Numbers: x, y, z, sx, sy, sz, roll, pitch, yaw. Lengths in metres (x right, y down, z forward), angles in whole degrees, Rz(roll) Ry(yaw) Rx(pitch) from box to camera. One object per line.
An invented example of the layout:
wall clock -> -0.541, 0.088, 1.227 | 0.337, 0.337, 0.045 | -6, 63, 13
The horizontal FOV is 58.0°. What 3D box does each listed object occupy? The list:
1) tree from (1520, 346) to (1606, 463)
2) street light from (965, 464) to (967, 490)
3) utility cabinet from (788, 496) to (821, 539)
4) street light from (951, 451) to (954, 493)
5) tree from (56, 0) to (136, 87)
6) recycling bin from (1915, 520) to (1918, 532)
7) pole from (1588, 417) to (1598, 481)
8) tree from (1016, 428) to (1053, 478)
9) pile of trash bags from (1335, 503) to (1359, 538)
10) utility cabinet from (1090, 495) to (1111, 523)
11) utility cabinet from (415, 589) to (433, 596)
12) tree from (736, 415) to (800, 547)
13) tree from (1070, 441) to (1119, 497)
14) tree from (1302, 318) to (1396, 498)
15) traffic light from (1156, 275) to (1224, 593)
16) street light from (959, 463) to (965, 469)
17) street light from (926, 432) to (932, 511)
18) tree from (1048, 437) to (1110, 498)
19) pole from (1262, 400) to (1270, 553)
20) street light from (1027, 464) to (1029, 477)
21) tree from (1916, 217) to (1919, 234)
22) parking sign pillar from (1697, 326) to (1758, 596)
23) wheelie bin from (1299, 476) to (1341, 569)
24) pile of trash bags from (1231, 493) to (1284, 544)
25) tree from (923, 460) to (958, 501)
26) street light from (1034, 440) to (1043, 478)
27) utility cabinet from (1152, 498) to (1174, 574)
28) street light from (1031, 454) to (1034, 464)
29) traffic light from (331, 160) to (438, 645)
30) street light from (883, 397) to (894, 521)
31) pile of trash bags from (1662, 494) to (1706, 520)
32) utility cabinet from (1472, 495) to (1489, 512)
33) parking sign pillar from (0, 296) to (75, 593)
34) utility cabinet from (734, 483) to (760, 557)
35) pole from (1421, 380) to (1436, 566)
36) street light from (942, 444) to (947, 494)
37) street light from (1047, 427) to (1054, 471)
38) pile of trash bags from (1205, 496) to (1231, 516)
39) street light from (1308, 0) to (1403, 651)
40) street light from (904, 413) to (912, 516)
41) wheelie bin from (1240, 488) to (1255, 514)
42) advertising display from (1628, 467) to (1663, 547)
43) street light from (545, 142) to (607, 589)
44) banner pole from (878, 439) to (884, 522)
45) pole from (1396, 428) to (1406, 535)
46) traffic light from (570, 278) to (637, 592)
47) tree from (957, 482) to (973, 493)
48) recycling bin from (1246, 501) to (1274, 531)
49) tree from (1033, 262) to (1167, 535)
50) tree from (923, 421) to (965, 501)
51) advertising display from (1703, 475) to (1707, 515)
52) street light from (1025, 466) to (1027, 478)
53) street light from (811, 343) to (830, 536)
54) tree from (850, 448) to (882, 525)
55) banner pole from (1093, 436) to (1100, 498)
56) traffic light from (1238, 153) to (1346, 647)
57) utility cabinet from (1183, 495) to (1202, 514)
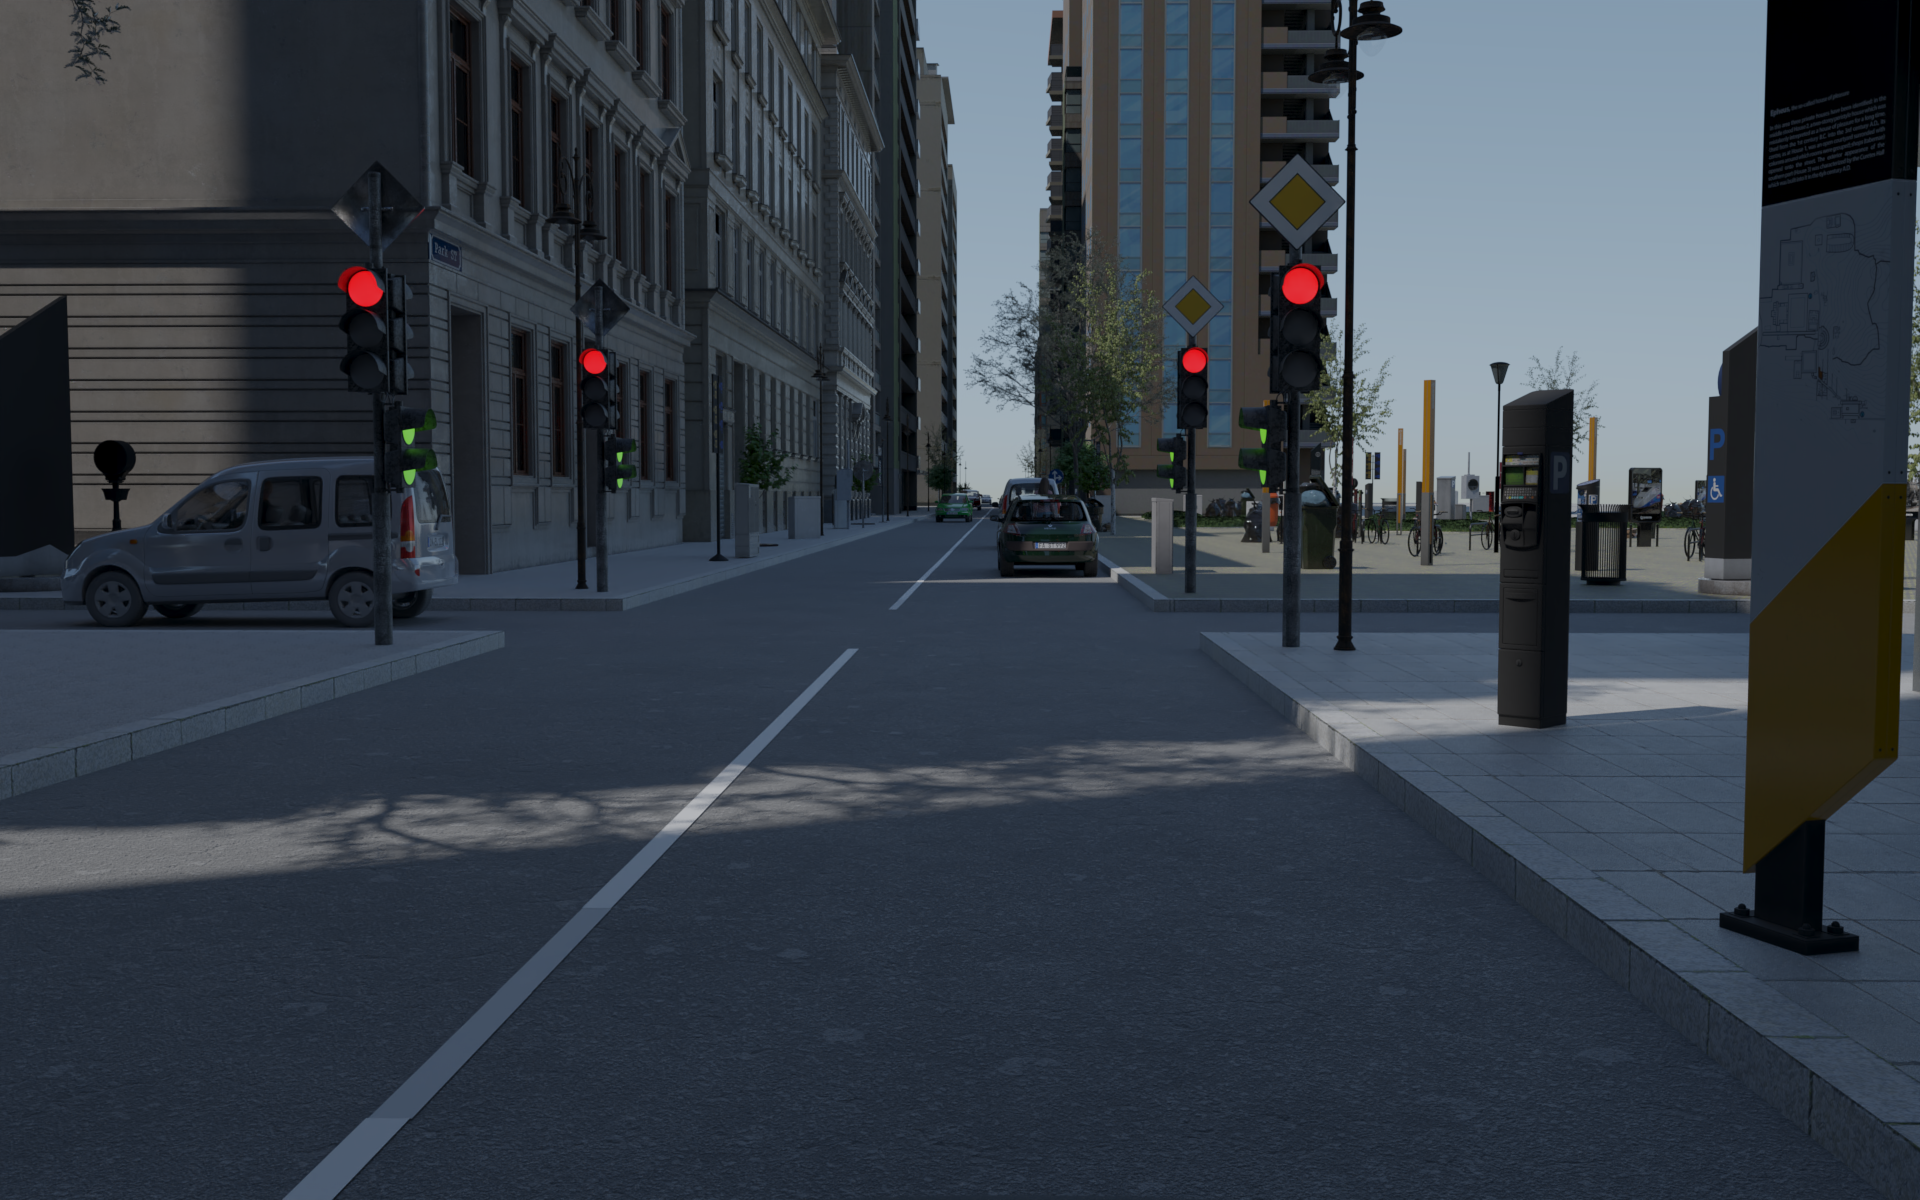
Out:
tree -> 30.008, -8.369, 87.189 | 4.360, 8.622, 3.978 | 0, 3, 0
street light -> 0.802, -16.438, 241.544 | 0.468, 5.910, 1.993 | 0, 4, 2
utility cabinet -> -4.475, -2.360, 49.749 | 0.306, 1.237, 1.020 | 3, 5, 43
street light -> -0.823, -12.840, 182.716 | 0.468, 5.910, 1.993 | 0, 4, 2
tree -> -6.154, -5.951, 7.670 | 12.009, 13.543, 11.850 | 0, 3, 0
recycling bin -> 32.690, -2.868, 59.448 | 0.722, 1.027, 0.722 | 3, 5, 42
pole -> 16.790, -3.190, 46.001 | 0.158, 3.312, 0.155 | 0, 3, 0
tree -> 8.272, -14.397, 185.760 | 4.360, 8.622, 3.978 | 0, 3, 0
pile of trash bags -> 10.620, -2.486, 50.398 | 1.912, 1.369, 3.447 | 1, 4, 12
utility cabinet -> 6.307, -4.038, 77.182 | 1.020, 1.237, 0.306 | -2, 4, -24
utility cabinet -> -7.210, -0.664, 22.023 | 1.020, 1.237, 0.306 | 1, 4, 21
tree -> -5.015, -2.924, 42.417 | 1.663, 3.219, 1.824 | 0, 3, 0
tree -> 4.569, -4.074, 61.214 | 1.663, 3.219, 1.824 | 0, 3, 0
tree -> 16.149, -7.527, 73.427 | 4.737, 8.622, 4.395 | 0, 3, 0
traffic light -> 2.981, -2.050, 22.433 | 0.839, 4.253, 0.868 | 0, 4, 2
street light -> 0.017, -14.639, 212.129 | 0.468, 5.910, 1.993 | 0, 4, 2
street light -> -2.341, -9.544, 128.825 | 0.468, 5.910, 1.993 | 0, 4, 2
tree -> 6.144, -6.534, 90.545 | 4.285, 4.588, 4.351 | 0, 3, 0
pole -> 6.675, -2.684, 37.718 | 0.158, 3.312, 0.155 | 0, 3, 0
street light -> 8.161, -13.696, 196.715 | 0.468, 5.910, 1.993 | 0, 4, 2
tree -> 23.568, -5.552, 41.146 | 4.737, 8.622, 4.395 | 0, 3, 0
parking sign pillar -> 10.321, -2.067, 22.271 | 1.447, 3.967, 1.447 | -1, 4, -10
wheelie bin -> 6.093, -1.332, 29.679 | 0.693, 1.594, 0.980 | 0, 4, -4
pile of trash bags -> 8.336, -2.205, 45.812 | 1.912, 1.369, 3.447 | 1, 4, 13
tree -> -1.880, -11.198, 166.807 | 4.285, 4.588, 4.351 | 0, 3, 0
street light -> 6.655, -10.465, 143.891 | 0.468, 5.910, 1.993 | 0, 4, 2
utility cabinet -> 3.321, -1.052, 28.368 | 0.306, 1.237, 1.020 | 0, 4, 3
street light -> 7.564, -12.264, 173.303 | 0.468, 5.910, 1.993 | 0, 4, 2
traffic light -> -4.893, -1.573, 14.641 | 0.839, 4.253, 0.868 | 0, 4, 2
street light -> -3.446, -6.714, 82.565 | 0.468, 5.910, 1.993 | 0, 4, 2
pile of trash bags -> 31.698, -4.066, 76.227 | 3.447, 1.369, 1.912 | -2, 4, -26
utility cabinet -> 27.244, -4.876, 90.885 | 1.020, 1.237, 0.306 | -1, 4, -19
parking sign pillar -> -12.593, -2.121, 23.147 | 1.447, 3.967, 1.447 | 2, 4, 27
utility cabinet -> -4.296, -1.614, 35.060 | 0.318, 1.500, 1.173 | 0, 4, 3
pole -> 8.381, -2.272, 30.998 | 0.158, 3.312, 0.155 | 0, 3, 0
street light -> -1.425, -11.363, 158.568 | 0.468, 5.910, 1.993 | 0, 4, 2
street light -> 5.949, -8.630, 113.883 | 0.468, 5.910, 1.993 | 0, 4, 2
pile of trash bags -> 14.367, -4.973, 91.065 | 1.912, 1.369, 3.447 | 3, 5, 39
street light -> 3.166, -2.525, 14.076 | 0.468, 5.910, 1.993 | 0, 4, 2
street light -> -3.003, -7.744, 99.407 | 0.468, 5.910, 1.993 | 0, 4, 2
wheelie bin -> 14.267, -4.774, 85.967 | 0.693, 1.594, 0.980 | 0, 4, 0
advertising display -> 16.606, -2.250, 41.996 | 0.974, 1.923, 0.123 | -1, 4, -23
street light -> -5.118, -3.087, 23.265 | 0.468, 5.910, 1.993 | 0, 4, 2
banner pole -> -3.551, -5.381, 77.998 | 0.401, 3.779, 0.863 | 1, 4, 17
pole -> 13.644, -3.661, 53.704 | 0.158, 3.312, 0.155 | 0, 3, 0
traffic light -> -4.678, -2.061, 22.623 | 0.839, 4.253, 0.868 | 0, 4, 2
tree -> 0.757, -15.425, 246.793 | 1.663, 3.219, 1.824 | 0, 3, 0
recycling bin -> 10.393, -2.897, 59.917 | 0.722, 1.027, 0.722 | -2, 4, -26
tree -> 4.630, -6.352, 54.215 | 4.737, 8.622, 4.395 | 0, 3, 0
tree -> -1.928, -13.562, 172.102 | 4.360, 8.622, 3.978 | 0, 3, 0
advertising display -> 23.651, -2.990, 54.105 | 0.123, 1.923, 0.974 | -1, 4, -13
street light -> 8.910, -15.495, 226.131 | 0.468, 5.910, 1.993 | 0, 4, 2
street light -> -4.258, -4.912, 53.092 | 0.468, 5.910, 1.993 | 0, 4, 2
tree -> -4.118, -4.797, 73.026 | 1.663, 3.219, 1.824 | 0, 3, 0
banner pole -> 5.697, -5.031, 72.266 | 0.401, 3.779, 0.863 | -1, 4, -18
traffic light -> 2.766, -1.561, 14.451 | 0.839, 4.253, 0.868 | 0, 4, 2
utility cabinet -> 13.093, -5.272, 97.356 | 1.020, 1.237, 0.306 | 0, 4, -1
